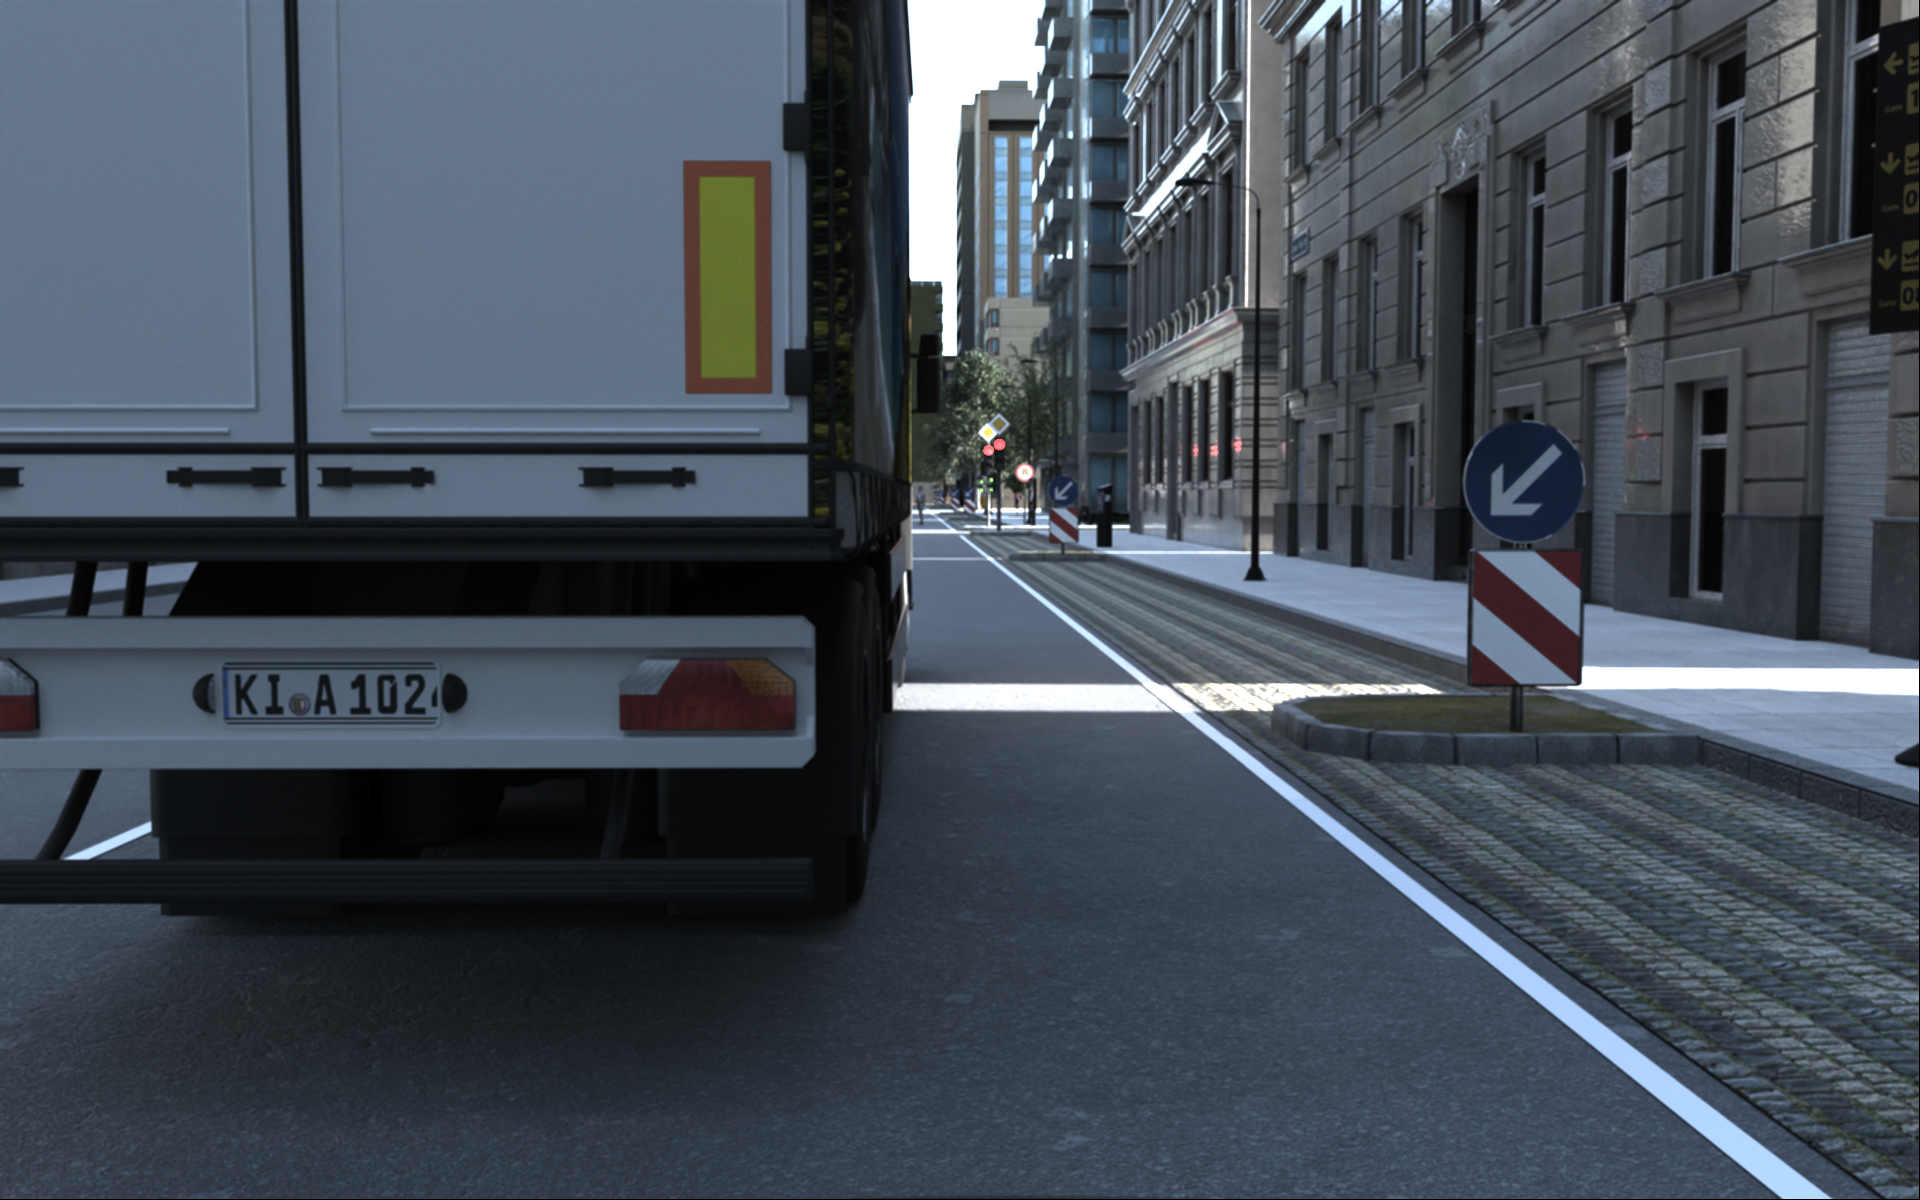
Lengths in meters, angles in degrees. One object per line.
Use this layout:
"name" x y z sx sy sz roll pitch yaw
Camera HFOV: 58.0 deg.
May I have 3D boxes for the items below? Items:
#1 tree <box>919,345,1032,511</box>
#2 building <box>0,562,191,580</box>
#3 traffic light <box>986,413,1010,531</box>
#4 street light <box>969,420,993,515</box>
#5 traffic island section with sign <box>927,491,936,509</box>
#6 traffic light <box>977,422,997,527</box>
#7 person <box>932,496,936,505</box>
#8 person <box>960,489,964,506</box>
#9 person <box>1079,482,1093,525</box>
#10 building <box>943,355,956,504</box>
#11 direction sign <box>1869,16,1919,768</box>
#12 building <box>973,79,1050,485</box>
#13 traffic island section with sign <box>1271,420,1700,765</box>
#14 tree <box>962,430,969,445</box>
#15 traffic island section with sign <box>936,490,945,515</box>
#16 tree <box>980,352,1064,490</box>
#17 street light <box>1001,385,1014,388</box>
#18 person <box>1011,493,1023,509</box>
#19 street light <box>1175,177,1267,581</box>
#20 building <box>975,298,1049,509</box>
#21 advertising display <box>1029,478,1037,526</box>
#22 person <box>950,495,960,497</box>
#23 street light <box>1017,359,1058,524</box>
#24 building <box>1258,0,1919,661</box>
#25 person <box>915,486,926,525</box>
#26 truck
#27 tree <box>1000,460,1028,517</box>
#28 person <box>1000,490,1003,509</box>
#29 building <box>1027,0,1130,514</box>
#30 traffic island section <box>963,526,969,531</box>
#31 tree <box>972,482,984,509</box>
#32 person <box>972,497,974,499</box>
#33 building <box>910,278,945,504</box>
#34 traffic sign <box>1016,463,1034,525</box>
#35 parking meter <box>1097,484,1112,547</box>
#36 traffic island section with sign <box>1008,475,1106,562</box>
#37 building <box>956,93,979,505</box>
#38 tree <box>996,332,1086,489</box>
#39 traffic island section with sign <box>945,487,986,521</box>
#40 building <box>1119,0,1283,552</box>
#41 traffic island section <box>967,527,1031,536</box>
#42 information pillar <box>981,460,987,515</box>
"tree" 1.426 -13.237 133.430 9.611 12.733 9.660 0 3 0
"building" -21.323 -11.445 20.407 16.112 22.955 30.059 0 4 -2
"traffic light" 1.328 -4.336 59.822 0.839 4.253 0.868 0 4 -2
"street light" 1.388 -8.318 108.536 1.470 5.913 1.316 0 4 -2
"traffic island section with sign" -1.955 -9.849 169.655 1.989 1.847 2.006 0 4 -2
"traffic light" 1.086 -4.825 67.803 0.839 4.253 0.868 0 4 -2
"person" -2.849 -11.513 199.966 0.599 1.433 0.991 3 5 42
"person" 0.202 -10.806 182.851 0.705 1.807 1.348 1 4 9
"person" 5.058 -3.964 71.258 0.834 1.777 0.661 0 4 -1
"building" 12.109 -24.278 241.976 28.899 21.520 27.650 0 4 -2
"direction sign" 4.650 -0.985 8.108 0.379 3.537 0.876 -2 4 -25
"building" 8.763 -32.932 188.540 14.600 45.320 14.200 0 4 -2
"traffic island section with sign" 2.891 -0.087 10.049 1.989 1.847 2.006 0 4 -2
"tree" 1.804 -11.976 146.166 4.360 8.622 3.978 0 3 0
"traffic island section with sign" -0.473 -6.846 120.563 1.989 1.847 2.006 0 4 -2
"tree" 3.504 -8.416 87.971 4.360 8.622 3.978 0 3 0
"street light" 2.431 -6.197 73.867 1.470 5.913 1.316 0 4 -2
"person" 4.820 -8.537 146.303 1.217 1.739 0.721 2 4 27
"street light" 3.847 -3.244 25.585 1.470 5.913 1.316 0 4 -2
"building" 15.854 -19.712 167.333 27.650 21.520 28.899 0 4 -2
"advertising display" 2.932 -3.944 69.697 0.123 1.923 0.974 0 4 -8
"person" -0.579 -11.260 190.825 1.217 1.739 0.721 0 4 -6
"street light" 2.790 -5.340 59.853 1.470 5.913 1.316 0 4 -2
"building" 12.656 -13.871 24.050 12.463 27.353 25.104 0 4 -2
"person" -1.919 -4.456 81.557 0.606 1.804 0.583 3 5 40
"truck" -1.524 -1.251 9.364 2.839 4.237 11.283 0 4 -1
"tree" 3.303 -6.269 97.093 1.663 3.219 1.824 0 3 0
"person" 3.558 -8.886 152.796 0.415 1.643 0.593 -1 4 -11
"building" 16.274 -29.972 109.649 23.786 49.044 30.456 0 4 -2
"traffic island section" 1.126 -2.791 67.918 2.009 0.180 2.903 0 4 -2
"tree" 1.796 -9.486 149.697 1.663 3.219 1.824 0 3 0
"person" 1.220 -9.344 162.010 0.628 1.438 0.799 -1 4 -20
"building" -9.223 -28.279 234.069 14.107 30.474 14.160 0 4 -2
"traffic sign" 2.688 -4.390 71.883 0.768 2.556 0.104 0 4 2
"parking meter" 3.506 -2.055 42.006 0.372 1.533 0.369 0 3 0
"traffic island section with sign" 2.056 -1.755 37.322 1.989 1.847 2.006 0 4 -2
"building" 10.433 -35.637 206.367 21.300 48.544 21.600 0 4 -2
"tree" 3.468 -7.925 79.928 4.737 8.622 4.395 0 3 0
"traffic island section with sign" 0.360 -5.172 93.188 1.989 1.847 2.006 0 4 -2
"building" 10.902 -12.923 47.453 11.583 22.565 21.152 0 4 -2
"traffic island section" 1.369 -2.303 59.937 2.009 0.180 2.903 0 4 -2
"information pillar" 1.514 -7.032 106.330 0.504 3.616 0.183 -3 5 -39
